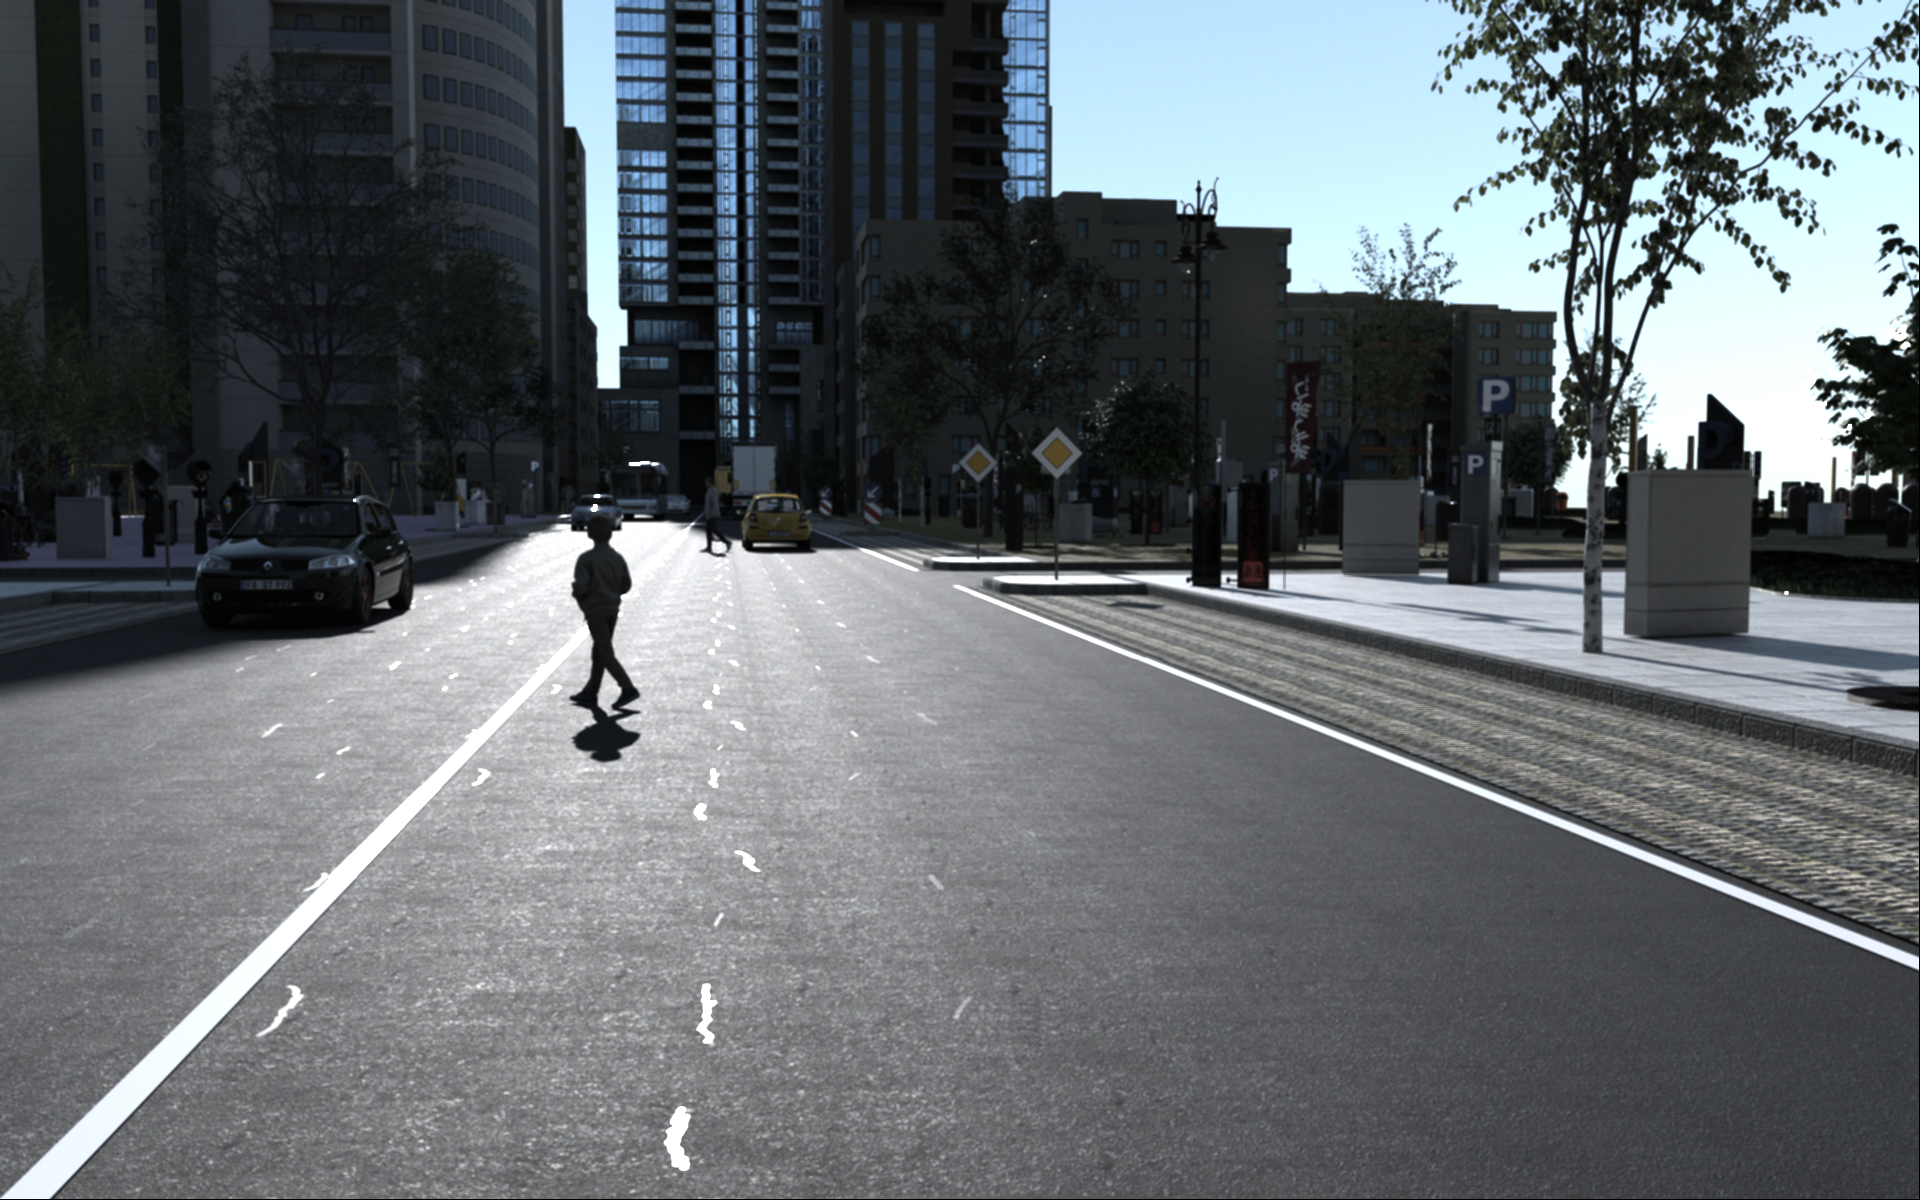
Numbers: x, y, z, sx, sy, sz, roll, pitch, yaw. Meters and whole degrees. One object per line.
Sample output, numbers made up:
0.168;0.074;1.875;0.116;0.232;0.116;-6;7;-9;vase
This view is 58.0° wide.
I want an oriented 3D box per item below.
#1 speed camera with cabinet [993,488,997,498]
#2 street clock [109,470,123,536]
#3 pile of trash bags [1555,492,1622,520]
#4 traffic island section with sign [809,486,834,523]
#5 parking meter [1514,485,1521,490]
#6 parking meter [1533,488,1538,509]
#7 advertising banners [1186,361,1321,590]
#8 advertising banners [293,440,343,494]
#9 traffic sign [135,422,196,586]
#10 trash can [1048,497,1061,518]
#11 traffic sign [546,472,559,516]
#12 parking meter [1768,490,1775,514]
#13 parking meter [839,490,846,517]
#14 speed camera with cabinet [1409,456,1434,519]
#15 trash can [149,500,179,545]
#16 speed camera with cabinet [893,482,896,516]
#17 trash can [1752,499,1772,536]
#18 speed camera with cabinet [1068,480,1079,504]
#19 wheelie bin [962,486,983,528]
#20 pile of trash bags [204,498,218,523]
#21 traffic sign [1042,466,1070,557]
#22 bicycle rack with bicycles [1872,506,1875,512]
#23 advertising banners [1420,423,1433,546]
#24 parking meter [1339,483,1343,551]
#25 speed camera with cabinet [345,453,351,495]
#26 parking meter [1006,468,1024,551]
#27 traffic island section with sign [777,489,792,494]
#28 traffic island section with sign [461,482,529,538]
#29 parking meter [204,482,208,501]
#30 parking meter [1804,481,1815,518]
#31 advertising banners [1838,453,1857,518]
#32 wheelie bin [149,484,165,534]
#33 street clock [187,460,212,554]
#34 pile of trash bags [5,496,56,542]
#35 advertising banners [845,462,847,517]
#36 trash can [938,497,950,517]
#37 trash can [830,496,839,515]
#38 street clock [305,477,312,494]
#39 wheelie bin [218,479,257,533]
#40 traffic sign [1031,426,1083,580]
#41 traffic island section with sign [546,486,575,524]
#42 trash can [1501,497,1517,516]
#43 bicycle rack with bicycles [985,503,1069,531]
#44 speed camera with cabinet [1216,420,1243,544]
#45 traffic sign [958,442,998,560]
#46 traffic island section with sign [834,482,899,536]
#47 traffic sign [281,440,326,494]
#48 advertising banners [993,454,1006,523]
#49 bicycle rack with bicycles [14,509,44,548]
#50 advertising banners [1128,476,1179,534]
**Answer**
2.272;-5.929;91.273;2.038;3.252;0.660;1;4;12;speed camera with cabinet
-25.729;-2.952;52.830;0.358;2.002;0.471;0;4;-4;street clock
31.366;-4.664;86.006;3.447;1.369;1.912;1;4;23;pile of trash bags
-6.861;-4.756;86.388;1.989;1.847;2.006;0;4;-8;traffic island section with sign
34.049;-6.121;105.781;0.399;1.863;0.255;0;4;2;parking meter
33.444;-5.803;100.582;0.399;1.863;0.255;3;5;39;parking meter
3.960;-1.668;23.457;2.074;3.025;0.090;3;5;42;advertising banners
-21.189;-3.732;57.209;0.090;3.025;2.074;2;4;25;advertising banners
-11.043;-1.252;24.110;0.795;2.450;0.064;0;4;-8;traffic sign
5.002;-4.896;91.704;0.748;1.137;0.748;0;3;0;trash can
-23.677;-6.149;100.648;0.768;2.556;0.104;0;4;-7;traffic sign
52.425;-6.330;111.913;0.372;1.533;0.369;0;3;0;parking meter
-6.699;-5.526;98.757;0.372;1.533;0.369;0;3;0;parking meter
24.022;-5.863;90.193;0.660;3.252;2.038;3;4;38;speed camera with cabinet
-19.977;-1.946;43.463;0.748;1.137;0.748;0;3;0;trash can
-3.817;-6.028;92.892;0.660;3.252;2.038;0;4;3;speed camera with cabinet
24.636;-2.554;53.407;0.748;1.137;0.748;0;3;0;trash can
6.949;-6.746;104.635;0.660;3.252;2.038;-3;5;-42;speed camera with cabinet
0.462;-3.505;65.216;0.693;1.594;0.980;-1;4;-19;wheelie bin
-35.066;-4.165;77.845;3.447;1.369;1.912;1;4;18;pile of trash bags
1.960;-2.040;35.479;0.606;2.300;0.079;0;4;-4;traffic sign
50.327;-5.113;96.977;2.852;0.926;2.925;-1;4;-15;bicycle rack with bicycles
11.302;-2.828;42.426;0.090;3.025;2.074;2;4;29;advertising banners
8.806;-1.892;39.350;0.372;1.533;0.369;0;3;0;parking meter
-29.555;-5.363;82.016;2.038;3.252;0.660;0;4;3;speed camera with cabinet
1.237;-2.048;39.201;0.255;1.863;0.399;3;5;40;parking meter
-13.621;-7.776;135.771;1.989;1.847;2.006;0;4;-8;traffic island section with sign
-15.246;-2.951;56.883;1.989;1.847;2.006;0;4;-8;traffic island section with sign
-37.718;-4.931;86.335;0.399;1.863;0.255;2;4;30;parking meter
39.038;-4.520;79.611;0.255;1.863;0.399;-2;4;-26;parking meter
36.418;-4.582;71.101;0.090;3.025;2.074;1;4;11;advertising banners
-25.923;-2.941;55.987;0.693;1.594;0.980;0;4;-1;wheelie bin
-16.221;-1.982;36.978;0.358;2.002;0.471;2;4;24;street clock
-25.427;-2.251;46.558;3.447;1.369;1.912;0;4;-1;pile of trash bags
-6.233;-6.030;94.774;0.090;3.025;2.074;0;4;-2;advertising banners
-0.894;-5.261;97.667;0.748;1.137;0.748;0;3;0;trash can
-7.624;-5.774;106.052;0.748;1.137;0.748;0;3;0;trash can
-26.306;-3.990;69.799;0.358;2.002;0.471;-1;4;-22;street clock
-15.618;-1.808;37.476;0.693;1.594;0.980;-1;4;-12;wheelie bin
1.437;-1.355;25.796;0.795;2.450;0.064;0;4;-8;traffic sign
-18.905;-4.590;83.676;1.989;1.847;2.006;0;4;-8;traffic island section with sign
25.214;-4.154;79.570;0.748;1.137;0.748;0;3;0;trash can
2.118;-2.922;61.153;2.852;0.926;2.925;-1;4;-20;bicycle rack with bicycles
7.321;-3.146;45.766;0.660;3.252;2.038;0;4;-8;speed camera with cabinet
0.351;-1.839;33.707;0.795;2.450;0.064;0;4;-8;traffic sign
-3.180;-3.123;59.684;1.989;1.847;2.006;0;4;-8;traffic island section with sign
-12.130;-1.736;32.021;0.795;2.450;0.064;0;4;-8;traffic sign
2.039;-4.937;76.913;0.090;3.025;2.074;3;5;42;advertising banners
-23.207;-1.722;41.532;2.852;0.926;2.925;-2;4;-24;bicycle rack with bicycles
6.227;-3.613;55.258;2.074;3.025;0.090;3;5;43;advertising banners
